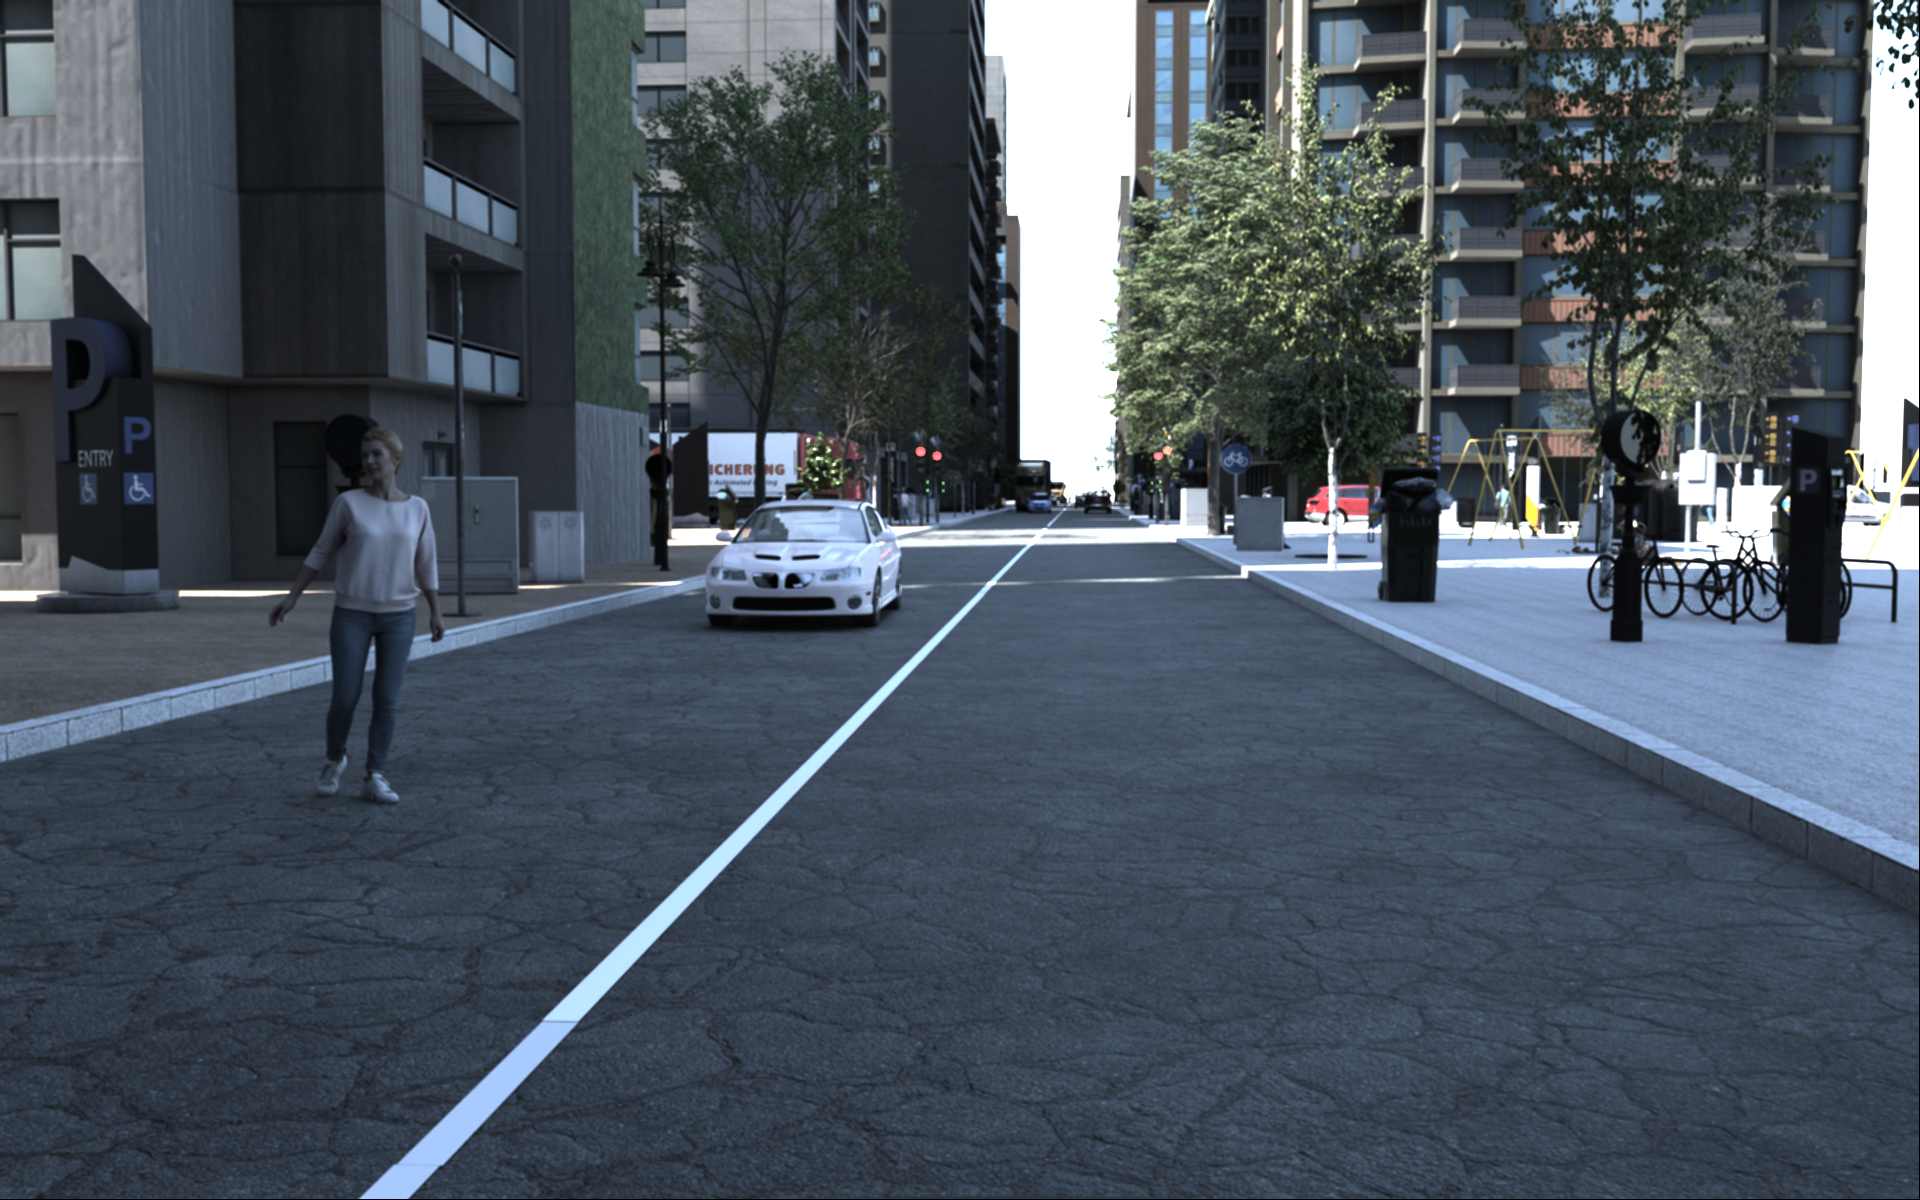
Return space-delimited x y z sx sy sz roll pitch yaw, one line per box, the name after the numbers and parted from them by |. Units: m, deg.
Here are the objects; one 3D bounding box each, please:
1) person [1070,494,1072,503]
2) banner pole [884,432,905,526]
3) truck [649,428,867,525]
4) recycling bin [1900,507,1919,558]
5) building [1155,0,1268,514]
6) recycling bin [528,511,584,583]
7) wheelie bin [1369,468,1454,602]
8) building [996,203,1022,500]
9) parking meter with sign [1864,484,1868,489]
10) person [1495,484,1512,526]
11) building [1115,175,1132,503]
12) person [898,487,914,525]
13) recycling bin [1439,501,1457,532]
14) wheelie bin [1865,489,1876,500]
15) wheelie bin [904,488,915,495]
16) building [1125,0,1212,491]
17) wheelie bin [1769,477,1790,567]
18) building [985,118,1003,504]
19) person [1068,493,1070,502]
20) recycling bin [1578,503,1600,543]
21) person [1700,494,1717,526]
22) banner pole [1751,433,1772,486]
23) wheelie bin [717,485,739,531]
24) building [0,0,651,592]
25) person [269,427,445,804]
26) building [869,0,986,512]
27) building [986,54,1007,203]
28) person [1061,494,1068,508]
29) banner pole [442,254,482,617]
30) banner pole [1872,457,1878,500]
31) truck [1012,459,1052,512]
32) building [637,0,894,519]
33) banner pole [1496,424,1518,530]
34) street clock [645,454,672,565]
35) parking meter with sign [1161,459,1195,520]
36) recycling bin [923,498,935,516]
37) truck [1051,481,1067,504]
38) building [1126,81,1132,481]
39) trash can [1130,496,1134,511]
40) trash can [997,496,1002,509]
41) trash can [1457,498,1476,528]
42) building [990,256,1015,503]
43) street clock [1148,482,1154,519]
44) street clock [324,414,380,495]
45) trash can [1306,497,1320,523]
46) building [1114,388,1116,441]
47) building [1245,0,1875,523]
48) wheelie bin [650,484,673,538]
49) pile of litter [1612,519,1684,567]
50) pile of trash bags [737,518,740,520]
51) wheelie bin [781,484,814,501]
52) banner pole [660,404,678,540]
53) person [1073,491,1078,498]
17.237 -15.740 269.070 0.599 1.433 0.991 -1 4 -10 | person
-2.642 -4.896 70.059 0.863 3.779 0.401 0 4 3 | banner pole
-9.039 -5.223 74.311 11.283 4.237 2.839 0 4 3 | truck
19.407 -1.358 34.765 0.722 1.027 0.722 -2 4 -34 | recycling bin
29.242 -25.783 113.430 32.217 40.220 23.993 0 4 4 | building
-5.894 -0.778 25.272 0.722 1.027 0.722 -1 4 -19 | recycling bin
5.413 -0.784 20.731 0.980 1.594 0.693 0 4 4 | wheelie bin
2.425 -37.893 269.663 14.600 45.320 14.200 0 4 4 | building
68.498 -8.270 131.471 0.543 3.016 1.738 -3 4 -37 | parking meter with sign
22.868 -3.953 72.999 0.638 1.841 0.748 3 5 39 | person
33.287 -38.217 248.556 21.300 48.544 21.600 0 4 4 | building
-2.262 -4.014 74.809 0.598 1.740 0.731 3 5 41 | person
16.551 -2.859 59.297 0.722 1.027 0.722 0 4 1 | recycling bin
57.769 -6.250 110.092 0.693 1.594 0.980 1 4 9 | wheelie bin
-2.868 -5.396 96.125 0.980 1.594 0.693 2 4 30 | wheelie bin
20.946 -30.021 140.955 14.600 45.320 14.200 0 4 4 | building
14.792 -1.399 30.783 0.693 1.594 0.980 1 4 14 | wheelie bin
-6.521 -33.279 198.735 22.147 44.769 28.867 0 4 4 | building
18.994 -17.783 300.046 0.445 1.727 0.742 0 4 3 | person
16.888 -2.055 46.147 0.722 1.027 0.722 2 4 24 | recycling bin
31.344 -3.883 72.335 0.721 1.781 0.623 3 4 36 | person
28.791 -4.405 62.036 0.863 3.779 0.401 0 4 6 | banner pole
-8.180 -3.246 60.983 0.693 1.594 0.980 0 4 2 | wheelie bin
-13.755 -21.039 27.583 14.154 41.232 14.086 0 4 4 | building
-2.856 0.065 8.109 0.731 1.740 0.598 -3 4 -38 | person
-9.276 -31.032 131.070 21.300 48.544 21.600 0 4 4 | building
-0.351 -51.959 287.773 20.563 71.187 20.611 0 4 4 | building
10.481 -9.896 173.530 0.697 1.427 0.421 -1 4 -21 | person
-5.297 -1.735 18.381 0.401 3.779 0.863 -1 4 -11 | banner pole
61.567 -7.741 116.589 0.401 3.779 0.863 0 4 8 | banner pole
6.005 -9.347 141.733 2.839 4.237 11.283 0 4 6 | truck
-13.646 -40.355 98.048 20.563 71.187 20.611 0 4 4 | building
19.549 -4.397 61.905 0.863 3.779 0.401 3 5 44 | banner pole
-5.427 -1.631 31.230 0.471 2.002 0.358 -1 4 -12 | street clock
10.756 -5.479 85.847 1.738 3.016 0.543 -1 4 -22 | parking meter with sign
-1.907 -5.385 100.595 0.722 1.027 0.722 -1 4 -18 | recycling bin
13.863 -15.622 251.341 3.469 3.379 9.791 0 4 5 | truck
34.796 -37.978 210.174 28.713 52.752 27.495 0 4 4 | building
13.297 -7.362 132.018 0.748 1.137 0.748 0 3 0 | trash can
3.338 -8.482 150.330 0.748 1.137 0.748 0 3 0 | trash can
19.207 -3.304 65.679 0.748 1.137 0.748 0 3 0 | trash can
-7.112 -34.183 250.769 32.217 40.220 23.993 0 4 4 | building
9.925 -5.218 89.890 0.358 2.002 0.471 2 4 26 | street clock
-5.522 -0.689 15.837 0.471 2.002 0.358 1 4 9 | street clock
15.616 -3.948 76.195 0.748 1.137 0.748 0 3 0 | trash can
38.605 -26.280 274.708 27.650 21.520 28.899 0 4 4 | building
28.206 -26.387 86.053 28.867 44.769 22.147 0 4 4 | building
-8.663 -2.566 49.865 0.693 1.594 0.980 1 4 22 | wheelie bin
12.351 -1.062 31.329 1.176 0.858 1.719 0 4 -6 | pile of litter
-12.482 -4.619 85.275 3.447 1.369 1.912 1 4 9 | pile of trash bags
-4.890 -2.702 52.093 0.980 1.594 0.693 0 4 -2 | wheelie bin
-8.212 -3.574 48.456 0.401 3.779 0.863 -2 4 -35 | banner pole
15.894 -14.045 238.151 0.705 1.822 1.348 -2 4 -23 | person
